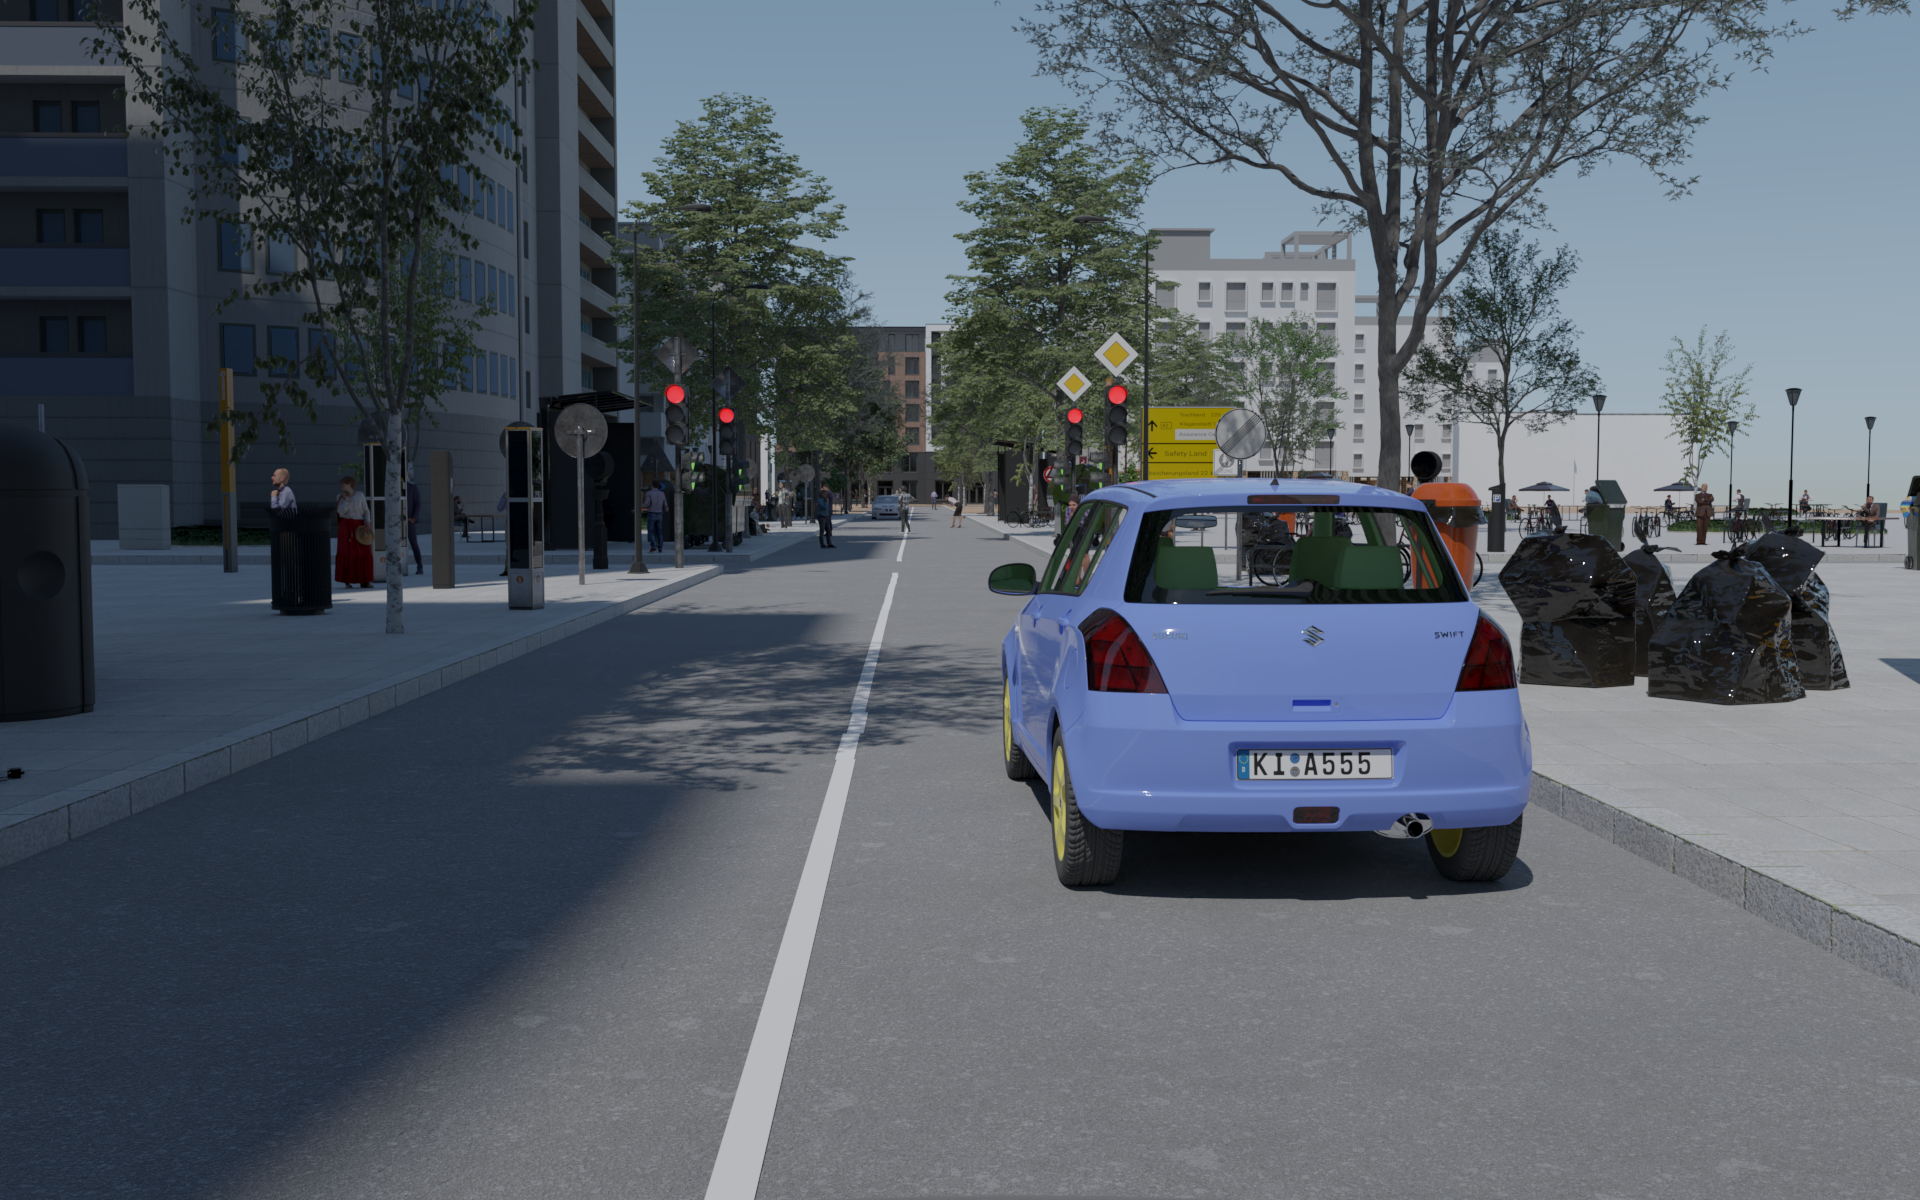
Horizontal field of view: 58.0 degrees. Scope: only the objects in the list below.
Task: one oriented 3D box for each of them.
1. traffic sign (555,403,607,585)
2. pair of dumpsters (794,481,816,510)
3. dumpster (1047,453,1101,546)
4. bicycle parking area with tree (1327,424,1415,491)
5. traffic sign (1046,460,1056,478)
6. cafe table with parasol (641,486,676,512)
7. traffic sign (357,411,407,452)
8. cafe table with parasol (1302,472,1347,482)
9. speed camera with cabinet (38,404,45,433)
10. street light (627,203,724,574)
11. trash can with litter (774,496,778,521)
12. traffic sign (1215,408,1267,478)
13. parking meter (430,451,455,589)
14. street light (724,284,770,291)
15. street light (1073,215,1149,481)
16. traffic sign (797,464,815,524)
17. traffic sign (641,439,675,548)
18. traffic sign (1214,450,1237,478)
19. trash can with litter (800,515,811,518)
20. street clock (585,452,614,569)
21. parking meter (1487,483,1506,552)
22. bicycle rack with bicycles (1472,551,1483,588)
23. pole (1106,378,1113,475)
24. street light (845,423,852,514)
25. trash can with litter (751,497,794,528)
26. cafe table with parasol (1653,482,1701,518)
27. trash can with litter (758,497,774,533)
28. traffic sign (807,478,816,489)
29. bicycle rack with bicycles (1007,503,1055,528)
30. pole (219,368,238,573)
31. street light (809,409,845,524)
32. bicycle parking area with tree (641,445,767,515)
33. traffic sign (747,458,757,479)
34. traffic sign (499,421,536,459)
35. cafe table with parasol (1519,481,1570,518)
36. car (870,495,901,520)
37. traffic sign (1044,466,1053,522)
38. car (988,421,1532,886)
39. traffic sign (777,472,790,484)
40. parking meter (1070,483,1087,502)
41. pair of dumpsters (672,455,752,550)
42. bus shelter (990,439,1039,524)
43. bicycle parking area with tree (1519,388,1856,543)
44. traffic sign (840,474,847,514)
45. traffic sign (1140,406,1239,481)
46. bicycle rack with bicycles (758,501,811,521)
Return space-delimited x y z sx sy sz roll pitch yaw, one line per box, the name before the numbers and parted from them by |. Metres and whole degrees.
traffic sign | -5.341 -1.485 24.394 0.768 2.556 0.104 0 4 7
pair of dumpsters | -9.711 -6.585 110.153 1.574 2.255 4.437 0 4 -1
dumpster | 2.888 -2.375 41.330 1.502 2.255 1.985 0 4 -1
bicycle parking area with tree | 17.543 -5.306 73.748 9.016 4.147 8.231 -1 4 -12
traffic sign | 3.337 -3.588 58.669 0.884 2.594 0.081 0 4 6
cafe table with parasol | -16.077 -5.400 93.163 2.610 1.966 2.610 1 4 18
traffic sign | -8.812 -1.609 26.414 0.768 2.556 0.104 0 4 3
cafe table with parasol | 11.108 -2.976 53.516 2.610 1.966 2.610 0 4 4
speed camera with cabinet | -20.904 -2.695 38.400 2.038 3.252 0.660 2 4 31
street light | -4.650 -3.381 27.821 1.470 5.913 1.316 0 4 -1
trash can with litter | -9.071 -4.286 81.463 1.055 1.170 0.624 1 4 23
traffic sign | 4.149 -1.565 25.686 0.768 2.556 0.104 0 4 1
parking meter | -7.026 -1.089 23.524 0.255 1.863 0.399 -1 4 -9
street light | -4.906 -4.027 38.380 1.470 5.913 1.316 0 4 -1
street light | 2.583 -3.456 29.049 1.470 5.913 1.316 0 4 -1
traffic sign | -6.567 -4.509 73.821 0.768 2.556 0.104 0 4 1
traffic sign | -7.219 -2.523 41.258 0.884 2.594 0.081 0 4 7
traffic sign | 6.095 -2.294 39.636 0.606 2.300 0.079 0 4 6
trash can with litter | -8.016 -5.120 94.766 2.233 1.210 1.678 0 3 0
street clock | -6.143 -1.528 29.546 0.471 2.002 0.358 2 4 30
parking meter | 11.861 -1.828 38.294 0.372 1.533 0.369 0 3 0
bicycle rack with bicycles | 5.038 -0.583 22.912 2.852 0.926 2.925 -3 5 -44
pole | 2.677 -2.250 30.627 0.158 3.312 0.155 0 3 0
street light | -6.745 -8.461 110.870 1.470 5.913 1.316 0 4 -1
trash can with litter | -7.744 -3.371 66.170 1.678 1.210 2.233 3 4 37
cafe table with parasol | 39.145 -5.465 94.220 2.610 1.966 2.610 2 4 32
trash can with litter | -6.813 -2.791 57.015 1.055 1.170 0.624 -2 4 -24
traffic sign | -9.221 -6.419 107.079 0.606 2.300 0.079 0 4 0
bicycle rack with bicycles | 3.202 -3.210 65.871 2.925 0.926 2.852 -1 4 -12
pole | -11.911 -2.101 28.191 0.158 3.312 0.155 0 3 0
street light | -5.890 -6.295 75.456 1.470 5.913 1.316 0 4 -1
bicycle parking area with tree | -15.643 -7.184 104.458 9.016 4.147 8.231 0 4 -5
traffic sign | -7.497 -3.707 60.723 0.768 2.556 0.104 0 4 2
traffic sign | -7.675 -1.844 30.249 0.768 2.556 0.104 0 4 5
cafe table with parasol | 31.096 -5.343 92.215 2.610 1.966 2.610 1 4 16
car | -4.112 -5.275 98.611 2.083 1.381 4.827 0 4 -3
traffic sign | 4.220 -4.855 79.482 0.768 2.556 0.104 0 4 1
car | 1.116 0.118 7.667 1.945 1.707 3.694 0 4 -3
traffic sign | -10.294 -6.168 100.957 0.768 2.556 0.104 0 4 8
parking meter | 2.690 -1.895 39.402 0.372 1.533 0.369 0 3 0
pair of dumpsters | -5.996 -2.416 41.991 1.574 2.255 4.437 0 4 -1
bus shelter | 2.320 -5.259 77.265 1.731 3.624 6.357 0 4 -1
bicycle parking area with tree | 20.618 -3.769 48.624 9.016 4.147 8.231 -3 4 -38
traffic sign | -7.323 -6.519 106.693 0.768 2.556 0.104 0 4 8
traffic sign | 5.291 -2.823 40.037 2.265 3.308 0.079 0 4 0
bicycle rack with bicycles | -8.498 -4.332 84.205 2.925 0.926 2.852 1 4 21
